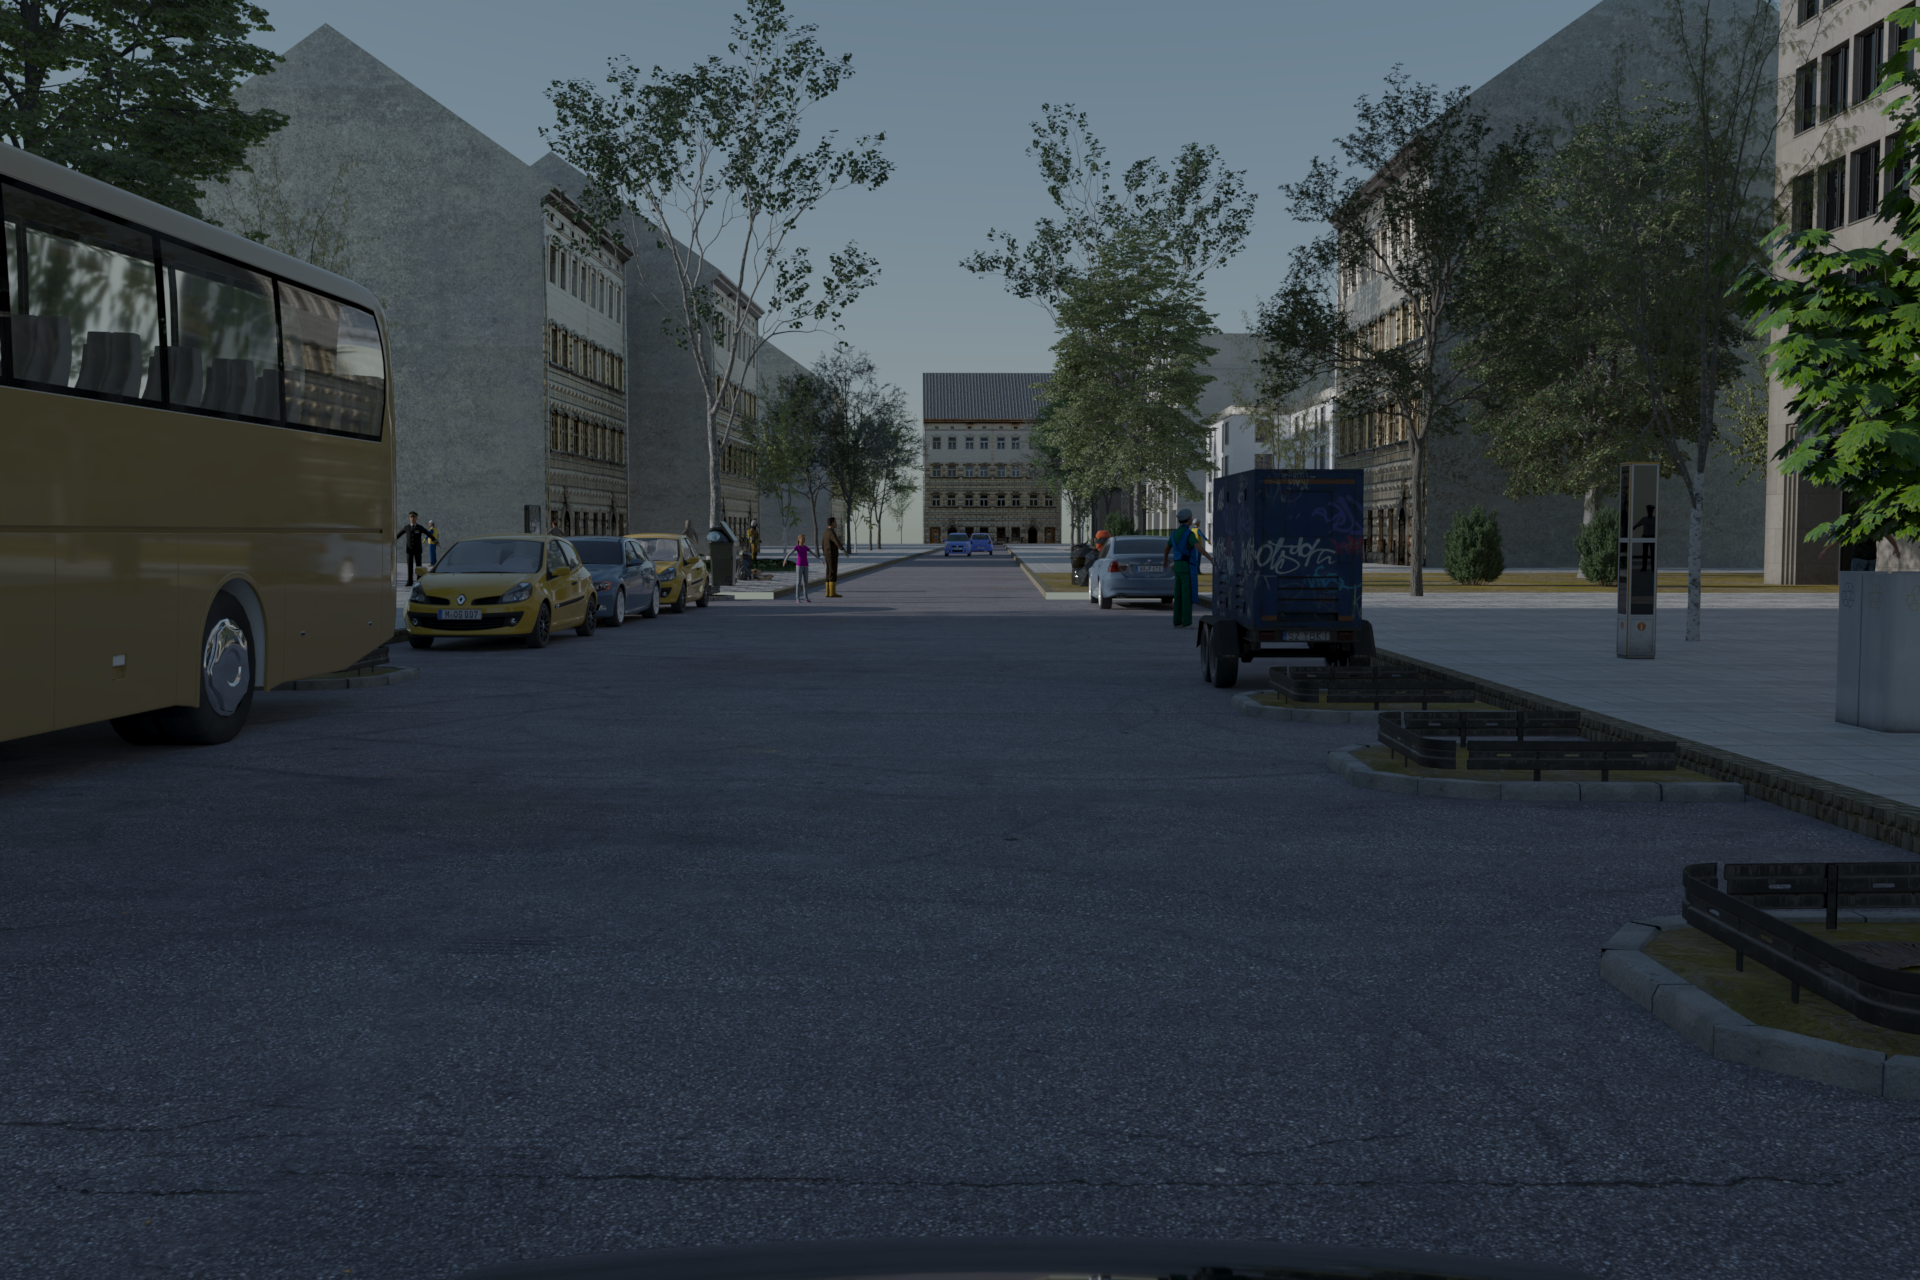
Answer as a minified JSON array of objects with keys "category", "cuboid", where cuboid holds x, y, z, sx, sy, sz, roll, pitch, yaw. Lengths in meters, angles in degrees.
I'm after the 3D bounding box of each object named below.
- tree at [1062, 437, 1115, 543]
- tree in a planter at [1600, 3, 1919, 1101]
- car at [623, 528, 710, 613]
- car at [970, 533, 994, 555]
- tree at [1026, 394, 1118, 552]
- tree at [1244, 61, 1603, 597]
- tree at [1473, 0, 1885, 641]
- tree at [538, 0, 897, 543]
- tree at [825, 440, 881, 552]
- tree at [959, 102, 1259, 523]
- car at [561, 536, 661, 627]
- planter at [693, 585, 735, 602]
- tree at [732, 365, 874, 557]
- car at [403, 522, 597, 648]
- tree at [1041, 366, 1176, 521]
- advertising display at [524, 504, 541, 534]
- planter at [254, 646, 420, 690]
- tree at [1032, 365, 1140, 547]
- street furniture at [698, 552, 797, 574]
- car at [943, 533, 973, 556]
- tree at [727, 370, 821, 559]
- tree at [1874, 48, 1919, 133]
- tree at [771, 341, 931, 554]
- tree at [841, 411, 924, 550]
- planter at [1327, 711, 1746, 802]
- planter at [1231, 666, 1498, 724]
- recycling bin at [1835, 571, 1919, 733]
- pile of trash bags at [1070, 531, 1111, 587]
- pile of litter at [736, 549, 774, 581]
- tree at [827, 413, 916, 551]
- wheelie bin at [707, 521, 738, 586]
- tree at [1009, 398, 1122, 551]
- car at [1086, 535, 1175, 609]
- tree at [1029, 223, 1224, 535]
[{"category":"tree","cuboid":[8.297,-10.056,114.770,4.737,8.622,4.395,0,3,0]},{"category":"tree in a planter","cuboid":[3.062,-0.483,5.119,1.991,3.239,1.994,0,4,1]},{"category":"car","cuboid":[-5.810,-1.364,32.517,2.015,1.641,3.980,0,4,1]},{"category":"car","cuboid":[1.401,-6.707,119.256,1.945,1.707,3.694,0,4,0]},{"category":"tree","cuboid":[8.352,-12.077,123.208,9.928,11.665,9.643,0,3,0]},{"category":"tree","cuboid":[9.093,-6.166,35.220,7.601,10.594,8.767,-2,4,-27]},{"category":"tree","cuboid":[8.909,-4.278,20.308,4.360,8.622,3.978,0,3,0]},{"category":"tree","cuboid":[-8.134,-12.389,58.449,12.611,20.169,13.585,0,3,0]},{"category":"tree","cuboid":[-7.273,-10.392,120.267,4.737,8.622,4.395,0,3,0]},{"category":"tree","cuboid":[6.023,-13.585,78.010,12.611,20.169,13.585,0,3,0]},{"category":"car","cuboid":[-6.061,-0.995,28.266,2.014,1.417,4.499,0,4,1]},{"category":"planter","cuboid":[-5.972,-1.016,37.745,1.991,0.319,1.994,0,4,2]},{"category":"tree","cuboid":[-8.147,-9.860,95.628,7.601,10.594,8.767,2,4,31]},{"category":"car","cuboid":[-6.026,-0.777,22.935,2.015,1.641,3.980,0,4,1]},{"category":"tree","cuboid":[8.133,-9.673,92.564,8.767,10.594,7.601,2,4,32]},{"category":"advertising display","cuboid":[-9.378,-2.008,38.050,0.123,1.923,0.974,0,4,1]},{"category":"planter","cuboid":[-6.408,0.262,16.857,1.991,0.319,1.994,0,4,1]},{"category":"tree","cuboid":[8.024,-10.958,104.916,9.928,11.665,9.643,0,3,0]},{"category":"street furniture","cuboid":[-9.924,-2.532,57.018,10.072,0.657,5.734,-3,5,-42]},{"category":"car","cuboid":[-0.134,-6.258,111.908,1.945,1.707,3.694,0,4,1]},{"category":"tree","cuboid":[-7.991,-7.751,77.093,4.737,8.622,4.395,0,3,0]},{"category":"tree","cuboid":[9.469,-5.279,12.072,9.928,11.665,9.643,0,3,0]},{"category":"tree","cuboid":[-7.089,-12.203,109.889,12.009,13.543,11.850,0,3,0]},{"category":"tree","cuboid":[-6.801,-13.336,143.801,9.928,11.665,9.643,0,3,0]},{"category":"planter","cuboid":[3.246,0.664,10.289,1.991,0.319,1.994,0,4,2]},{"category":"planter","cuboid":[3.251,0.432,14.072,1.991,0.319,1.994,0,4,0]},{"category":"recycling bin","cuboid":[6.337,0.065,11.490,0.722,1.027,0.722,0,4,1]},{"category":"pile of trash bags","cuboid":[3.732,-2.086,43.859,1.912,1.369,3.447,0,4,-1]},{"category":"pile of litter","cuboid":[-5.771,-2.103,48.342,1.176,0.858,1.719,0,4,3]},{"category":"tree","cuboid":[-7.189,-12.236,134.467,8.767,10.594,7.601,3,4,38]},{"category":"wheelie bin","cuboid":[-5.888,-2.143,42.939,0.693,1.594,0.980,0,4,3]},{"category":"tree","cuboid":[8.802,-13.707,134.476,12.009,13.543,11.850,0,3,0]},{"category":"car","cuboid":[3.537,-1.369,34.382,2.014,1.417,4.499,0,4,0]},{"category":"tree","cuboid":[6.244,-8.921,63.983,7.486,12.596,7.792,0,3,0]}]
